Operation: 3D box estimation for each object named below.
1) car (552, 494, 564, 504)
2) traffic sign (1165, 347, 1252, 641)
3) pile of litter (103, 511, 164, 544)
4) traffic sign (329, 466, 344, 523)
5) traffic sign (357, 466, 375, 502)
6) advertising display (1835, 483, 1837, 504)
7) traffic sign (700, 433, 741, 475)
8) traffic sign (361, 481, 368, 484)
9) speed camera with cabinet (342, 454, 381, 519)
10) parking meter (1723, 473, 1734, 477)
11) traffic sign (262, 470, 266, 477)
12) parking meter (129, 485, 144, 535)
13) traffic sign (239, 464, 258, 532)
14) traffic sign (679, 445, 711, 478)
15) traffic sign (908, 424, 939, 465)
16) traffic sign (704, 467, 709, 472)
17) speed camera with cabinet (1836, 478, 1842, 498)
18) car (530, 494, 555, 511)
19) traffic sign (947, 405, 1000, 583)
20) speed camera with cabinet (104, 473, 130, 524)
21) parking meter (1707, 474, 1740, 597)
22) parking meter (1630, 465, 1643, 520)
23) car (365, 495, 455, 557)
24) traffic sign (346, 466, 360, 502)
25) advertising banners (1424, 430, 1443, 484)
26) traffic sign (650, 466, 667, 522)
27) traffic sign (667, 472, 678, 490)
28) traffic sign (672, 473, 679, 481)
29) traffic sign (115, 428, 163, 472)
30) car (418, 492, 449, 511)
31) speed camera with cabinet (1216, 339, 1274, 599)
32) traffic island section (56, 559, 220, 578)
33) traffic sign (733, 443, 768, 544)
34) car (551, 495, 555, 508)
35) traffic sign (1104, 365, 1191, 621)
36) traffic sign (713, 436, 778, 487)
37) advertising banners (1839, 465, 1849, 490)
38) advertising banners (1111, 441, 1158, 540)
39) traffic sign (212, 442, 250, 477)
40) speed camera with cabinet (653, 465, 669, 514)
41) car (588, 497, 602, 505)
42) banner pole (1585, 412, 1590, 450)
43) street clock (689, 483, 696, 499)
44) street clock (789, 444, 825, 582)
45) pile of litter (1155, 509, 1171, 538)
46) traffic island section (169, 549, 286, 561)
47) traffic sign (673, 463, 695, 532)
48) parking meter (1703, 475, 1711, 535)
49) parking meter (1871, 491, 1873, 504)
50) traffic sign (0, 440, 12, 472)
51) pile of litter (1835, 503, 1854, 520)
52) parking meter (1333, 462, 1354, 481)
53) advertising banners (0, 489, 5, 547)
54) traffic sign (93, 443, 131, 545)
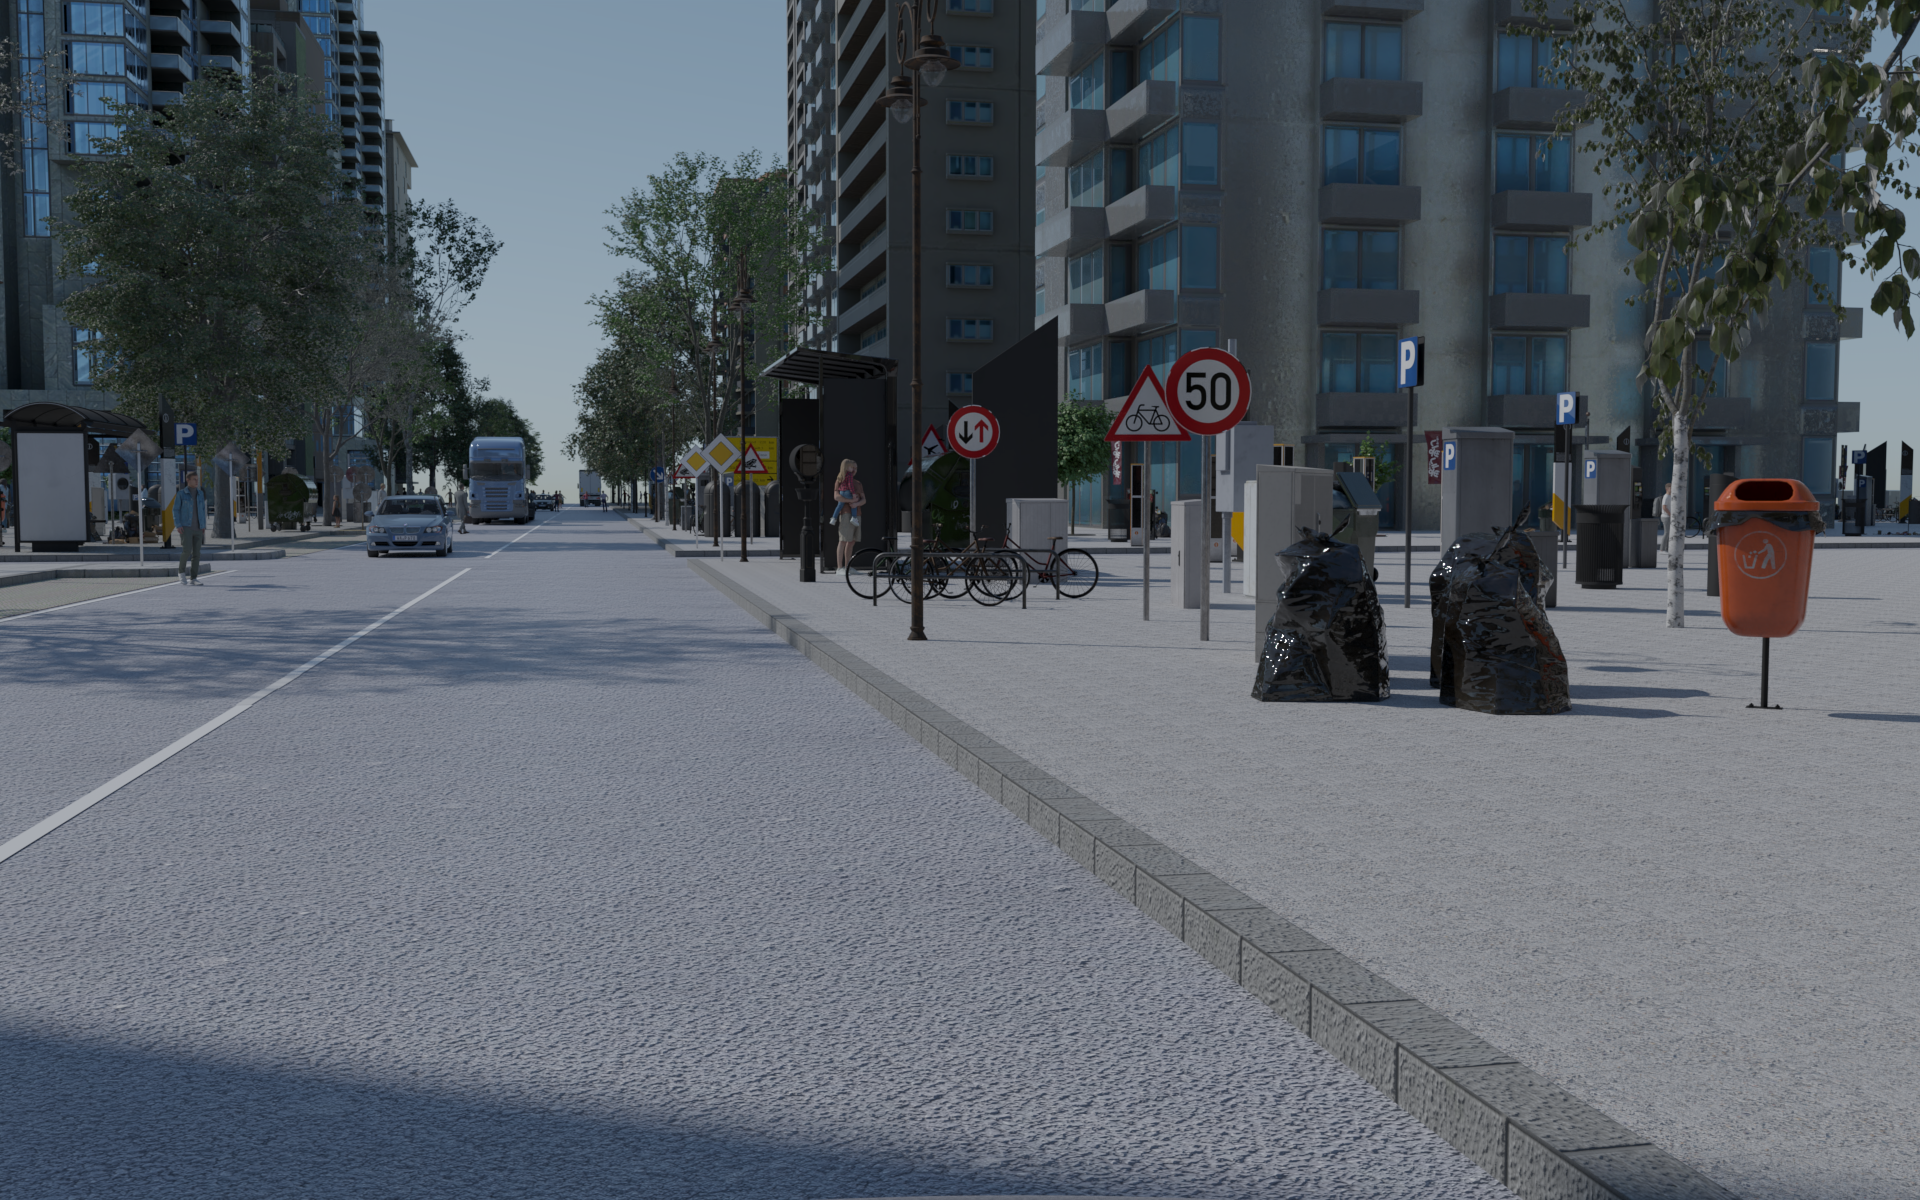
[{"bbox_3d":[-56.185,-14.048,241.478,2.131,1.459,4.920,-1,4,-14],"label":"car"},{"bbox_3d":[2.142,-0.916,15.078,0.768,2.556,0.104,0,4,-6],"label":"traffic sign"},{"bbox_3d":[-21.386,-1.900,45.027,1.719,0.858,1.176,-2,4,-32],"label":"pile of litter"},{"bbox_3d":[-27.916,-4.727,77.396,0.768,2.556,0.104,-1,4,-9],"label":"traffic sign"},{"bbox_3d":[-26.461,-4.717,77.225,0.768,2.556,0.104,-1,4,-11],"label":"traffic sign"},{"bbox_3d":[45.786,-5.275,91.454,0.974,1.923,0.123,0,4,-8],"label":"advertising display"},{"bbox_3d":[-4.510,-1.878,32.896,0.795,2.593,0.064,-1,4,-12],"label":"traffic sign"},{"bbox_3d":[-38.108,-6.757,110.585,0.768,2.556,0.104,0,4,-5],"label":"traffic sign"},{"bbox_3d":[-29.299,-5.551,85.094,2.038,3.252,0.660,1,4,17],"label":"speed camera with cabinet"},{"bbox_3d":[20.779,-2.518,46.876,0.255,1.863,0.399,2,4,25],"label":"parking meter"},{"bbox_3d":[-31.569,-4.774,77.780,0.795,2.593,0.064,0,4,-7],"label":"traffic sign"},{"bbox_3d":[-23.602,-2.522,49.640,0.372,1.533,0.369,0,3,0],"label":"parking meter"},{"bbox_3d":[-24.181,-3.471,58.873,0.606,2.300,0.079,0,4,-3],"label":"traffic sign"},{"bbox_3d":[-6.171,-2.356,40.708,0.795,2.593,0.064,-1,4,-12],"label":"traffic sign"},{"bbox_3d":[-0.533,-1.969,32.189,0.884,2.594,0.081,0,4,-7],"label":"traffic sign"},{"bbox_3d":[-9.134,-3.908,64.001,0.768,2.556,0.104,0,4,-6],"label":"traffic sign"},{"bbox_3d":[50.042,-6.430,99.473,0.660,3.252,2.038,3,5,45],"label":"speed camera with cabinet"},{"bbox_3d":[-34.916,-8.272,145.028,2.009,1.686,4.222,-1,4,-11],"label":"car"},{"bbox_3d":[0.185,-1.511,24.814,0.768,2.556,0.104,-1,4,-11],"label":"traffic sign"},{"bbox_3d":[-37.024,-4.930,74.948,0.660,3.252,2.038,2,4,31],"label":"speed camera with cabinet"},{"bbox_3d":[9.584,-0.813,21.711,0.372,1.533,0.369,0,3,0],"label":"parking meter"},{"bbox_3d":[12.529,-1.633,32.413,0.255,1.863,0.399,-2,4,-31],"label":"parking meter"},{"bbox_3d":[-12.951,-1.768,40.907,2.014,1.417,4.499,-1,4,-14],"label":"car"},{"bbox_3d":[-27.506,-4.807,78.693,0.768,2.556,0.104,-1,4,-8],"label":"traffic sign"},{"bbox_3d":[13.777,-3.145,47.607,2.074,3.025,0.090,0,4,2],"label":"advertising banners"},{"bbox_3d":[-13.870,-4.867,79.687,0.768,2.556,0.104,-1,4,-9],"label":"traffic sign"},{"bbox_3d":[-16.670,-6.101,99.747,0.884,2.594,0.081,0,4,-3],"label":"traffic sign"},{"bbox_3d":[-16.594,-6.142,100.149,0.795,2.593,0.064,0,4,-8],"label":"traffic sign"},{"bbox_3d":[-14.584,-1.749,30.783,0.795,2.593,0.064,-1,4,-12],"label":"traffic sign"},{"bbox_3d":[-25.352,-4.446,82.483,2.009,1.686,4.222,-1,4,-13],"label":"car"},{"bbox_3d":[3.790,-1.665,21.559,0.660,3.252,2.038,-1,4,-11],"label":"speed camera with cabinet"},{"bbox_3d":[-14.605,-0.524,30.846,2.009,0.180,2.903,-1,4,-12],"label":"traffic island section"},{"bbox_3d":[-5.307,-2.692,44.024,0.884,2.594,0.081,0,4,-3],"label":"traffic sign"},{"bbox_3d":[-41.420,-9.841,173.480,1.945,1.354,3.894,-1,4,-12],"label":"car"},{"bbox_3d":[1.887,-1.070,17.492,0.884,2.594,0.081,0,4,-3],"label":"traffic sign"},{"bbox_3d":[-7.531,-4.101,60.930,2.265,3.308,0.079,-1,4,-12],"label":"traffic sign"},{"bbox_3d":[53.366,-6.739,106.370,2.074,3.025,0.090,1,4,22],"label":"advertising banners"},{"bbox_3d":[4.890,-3.223,48.887,0.090,3.025,2.074,-2,4,-33],"label":"advertising banners"},{"bbox_3d":[-16.245,-2.227,38.594,0.795,2.593,0.064,-1,4,-12],"label":"traffic sign"},{"bbox_3d":[-18.622,-7.137,111.030,2.038,3.252,0.660,-1,4,-14],"label":"speed camera with cabinet"},{"bbox_3d":[-48.716,-13.399,231.074,2.014,1.417,4.499,-1,4,-13],"label":"car"},{"bbox_3d":[19.057,-3.836,52.731,0.401,3.779,0.863,2,4,27],"label":"banner pole"},{"bbox_3d":[-17.176,-6.543,111.552,0.471,2.002,0.358,1,4,11],"label":"street clock"},{"bbox_3d":[-2.223,-1.264,25.234,0.471,2.002,0.358,-2,4,-25],"label":"street clock"},{"bbox_3d":[6.158,-2.288,51.366,1.176,0.858,1.719,0,4,-3],"label":"pile of litter"},{"bbox_3d":[-16.266,-1.002,38.657,2.009,0.180,2.903,-1,4,-12],"label":"traffic island section"},{"bbox_3d":[-9.347,-3.607,58.981,0.884,2.594,0.081,-1,4,-12],"label":"traffic sign"},{"bbox_3d":[23.394,-2.965,54.187,0.255,1.863,0.399,1,4,23],"label":"parking meter"},{"bbox_3d":[40.541,-4.387,77.445,0.255,1.863,0.399,-3,4,-36],"label":"parking meter"},{"bbox_3d":[-22.393,-2.453,40.219,0.768,2.556,0.104,-1,4,-11],"label":"traffic sign"},{"bbox_3d":[43.400,-4.407,86.019,1.719,0.858,1.176,3,5,40],"label":"pile of litter"},{"bbox_3d":[7.007,-1.588,31.677,0.255,1.863,0.399,3,4,37],"label":"parking meter"},{"bbox_3d":[-23.273,-2.760,41.309,0.090,3.025,2.074,-1,4,-9],"label":"advertising banners"},{"bbox_3d":[-21.517,-2.688,43.950,0.884,2.594,0.081,-1,4,-10],"label":"traffic sign"}]
